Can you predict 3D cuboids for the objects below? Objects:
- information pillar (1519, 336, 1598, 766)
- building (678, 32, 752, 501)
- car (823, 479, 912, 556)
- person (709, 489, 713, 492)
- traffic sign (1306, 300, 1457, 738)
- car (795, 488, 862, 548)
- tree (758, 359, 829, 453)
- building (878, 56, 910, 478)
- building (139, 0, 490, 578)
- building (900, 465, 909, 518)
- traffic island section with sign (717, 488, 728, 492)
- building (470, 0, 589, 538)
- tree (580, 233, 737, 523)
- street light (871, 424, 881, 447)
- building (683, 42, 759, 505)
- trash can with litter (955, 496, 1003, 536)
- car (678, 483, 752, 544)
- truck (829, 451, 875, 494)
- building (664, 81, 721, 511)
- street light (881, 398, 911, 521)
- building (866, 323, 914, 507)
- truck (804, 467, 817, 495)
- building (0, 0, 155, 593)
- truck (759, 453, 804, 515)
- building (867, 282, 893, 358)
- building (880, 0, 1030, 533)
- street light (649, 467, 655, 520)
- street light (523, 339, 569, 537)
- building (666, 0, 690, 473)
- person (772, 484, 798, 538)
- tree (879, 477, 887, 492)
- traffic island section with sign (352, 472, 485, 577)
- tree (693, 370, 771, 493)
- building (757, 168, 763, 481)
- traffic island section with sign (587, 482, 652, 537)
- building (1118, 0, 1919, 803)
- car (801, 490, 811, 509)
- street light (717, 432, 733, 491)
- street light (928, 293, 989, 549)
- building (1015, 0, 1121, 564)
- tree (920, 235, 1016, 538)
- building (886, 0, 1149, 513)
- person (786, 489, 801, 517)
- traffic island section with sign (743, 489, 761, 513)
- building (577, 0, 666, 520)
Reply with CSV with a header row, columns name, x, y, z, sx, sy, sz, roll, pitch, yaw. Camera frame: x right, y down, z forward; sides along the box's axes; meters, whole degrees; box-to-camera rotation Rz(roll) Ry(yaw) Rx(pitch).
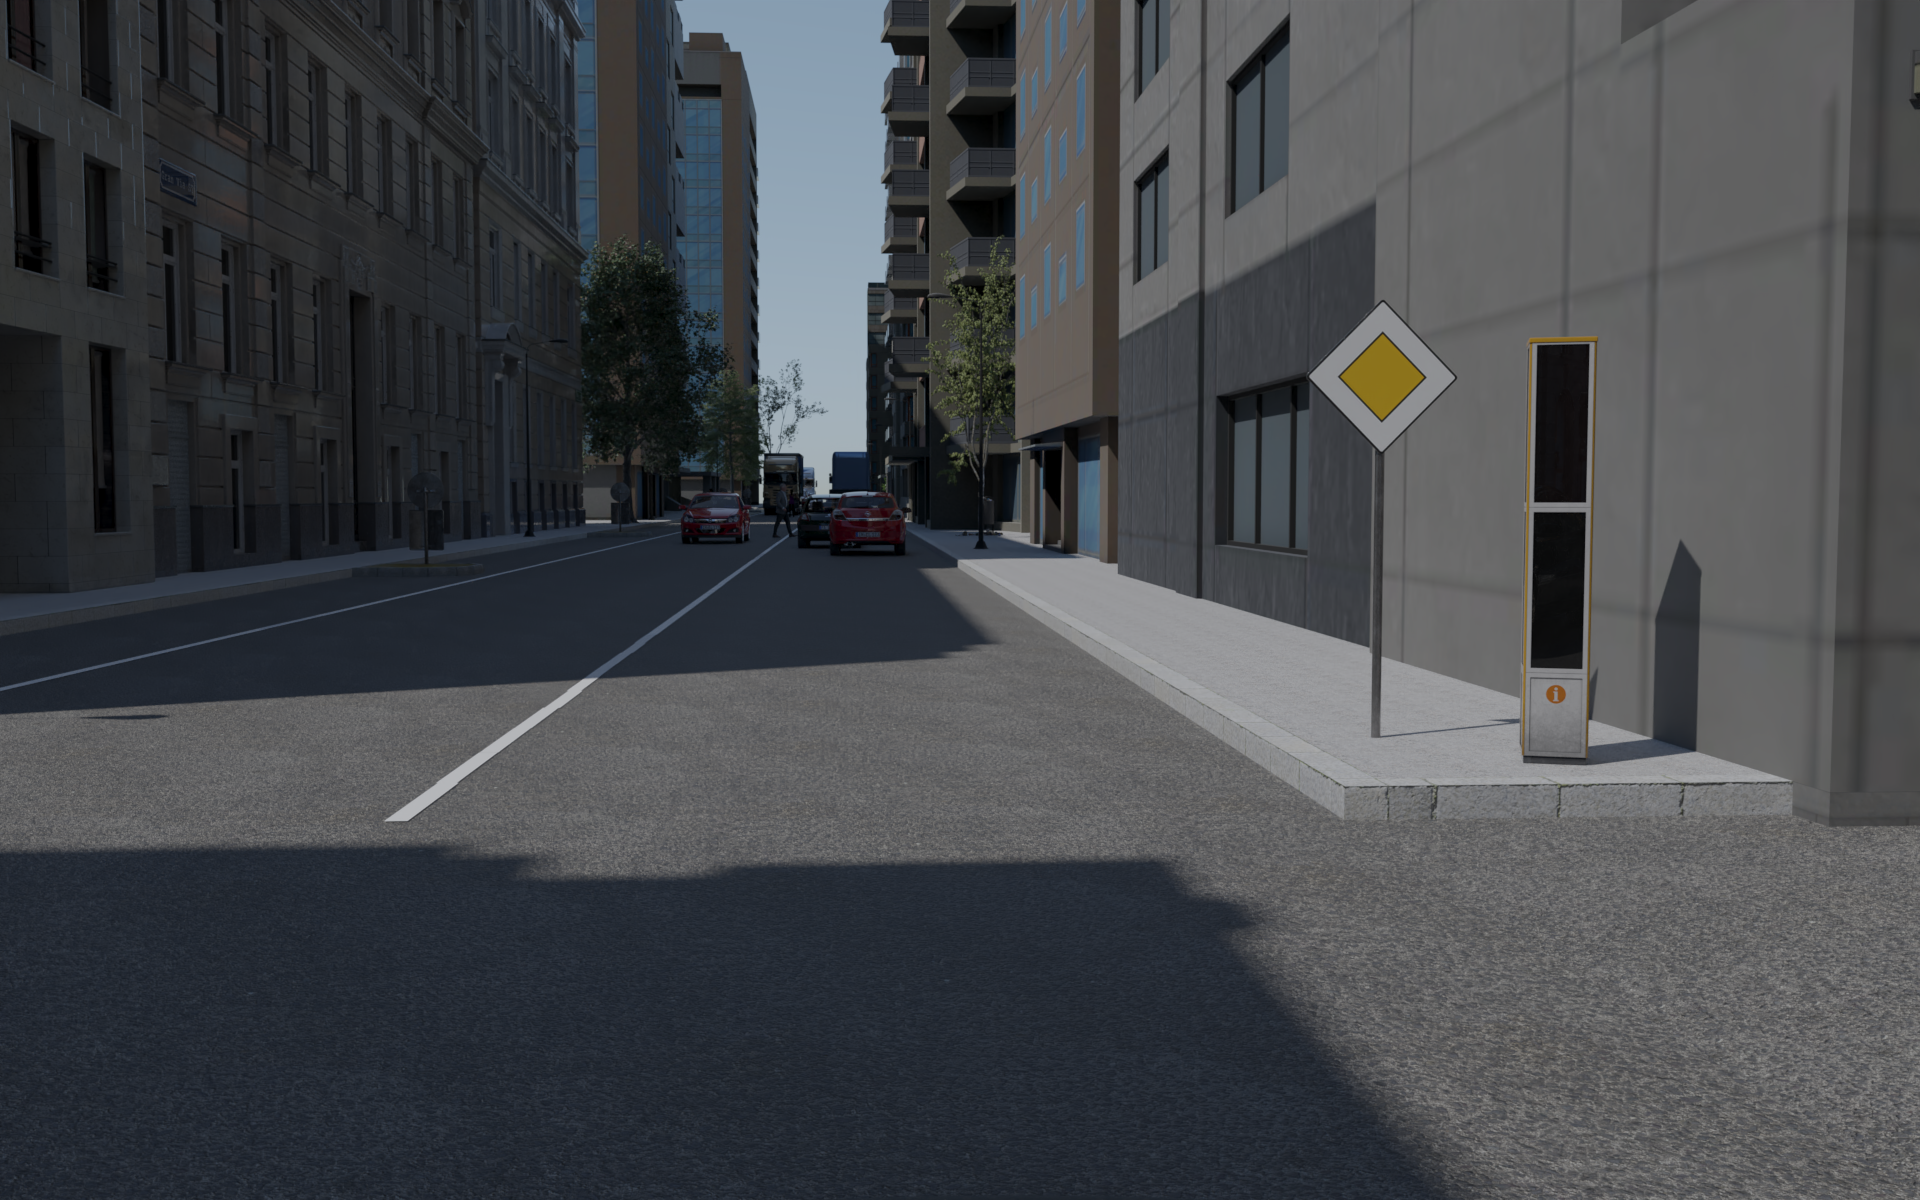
name,x,y,z,sx,sy,sz,roll,pitch,yaw
information pillar,2.857,-0.232,8.288,0.304,2.012,0.304,1,4,16
building,-28.175,-31.957,172.602,14.600,45.320,14.200,0,4,-4
car,-2.233,-2.006,41.842,2.155,1.783,4.494,0,4,-3
person,-13.816,-5.278,95.524,0.721,1.735,1.217,0,4,1
traffic sign,2.187,-0.331,9.061,0.795,2.450,0.064,0,4,-4
car,-3.508,-2.285,47.149,2.009,1.686,4.222,0,4,-3
tree,-25.096,-23.607,241.864,12.611,20.169,13.585,0,3,0
building,3.270,-34.567,184.774,23.786,49.044,30.456,0,4,-4
building,-18.663,-14.649,36.781,12.463,27.353,25.104,0,4,-4
building,12.866,-24.829,97.837,32.217,40.220,23.993,0,4,-4
traffic island section with sign,-14.684,-6.049,107.526,1.989,1.847,2.006,0,4,-4
building,-20.725,-16.717,59.220,13.634,28.700,20.117,0,4,-4
tree,-14.687,-9.739,76.241,9.611,12.733,9.660,0,3,0
street light,-4.968,-8.706,114.876,1.470,5.913,1.316,0,4,-4
building,-33.424,-34.640,190.063,21.300,48.544,21.600,0,4,-4
trash can with litter,0.535,-2.607,53.687,1.678,1.210,2.233,3,5,41
car,-7.238,-2.595,51.467,2.155,1.783,4.494,0,4,-3
truck,-6.679,-6.959,103.545,2.967,4.110,18.799,0,4,-2
building,-35.406,-27.128,135.416,32.217,40.220,23.993,0,4,-4
street light,-2.947,-6.795,83.636,1.470,5.913,1.316,0,4,-4
building,2.329,-22.647,215.322,27.650,21.520,28.899,0,4,-4
truck,-16.084,-11.584,179.154,2.967,4.110,18.799,0,4,-4
building,-16.334,-9.855,15.885,10.420,20.320,16.860,0,4,-4
truck,-12.244,-8.027,120.150,2.839,4.237,11.283,0,4,-3
building,-5.650,-28.429,236.518,14.160,30.474,14.107,0,4,-4
building,7.986,-25.389,69.738,22.147,44.769,28.867,0,4,-4
street light,-14.612,-6.878,84.997,1.470,5.913,1.316,0,4,-4
street light,-12.406,-4.854,51.909,1.470,5.913,1.316,0,4,-4
building,-31.900,-31.805,109.257,28.713,52.752,27.495,0,4,-4
person,-5.775,-2.944,57.039,0.834,1.777,0.661,1,4,9
tree,-6.740,-10.629,168.388,1.663,3.219,1.824,0,3,0
traffic island section with sign,-9.614,-1.365,30.952,1.989,1.847,2.006,0,4,-4
tree,-21.179,-14.695,158.392,7.486,12.596,7.792,0,3,0
building,-36.588,-36.535,216.962,23.786,49.044,30.456,0,4,-4
traffic island section with sign,-11.413,-3.033,58.215,1.989,1.847,2.006,0,4,-4
building,13.350,-35.343,16.112,20.611,71.187,20.563,0,4,-4
car,-13.053,-7.925,138.249,2.281,1.827,5.304,0,4,-5
street light,-17.601,-9.599,129.479,1.470,5.913,1.316,0,4,-4
street light,-0.050,-4.140,40.231,1.470,5.913,1.316,0,4,-4
building,8.805,-23.698,37.569,14.600,45.320,14.200,0,4,-4
tree,0.697,-6.113,50.316,4.737,8.622,4.395,0,3,0
building,4.051,-43.465,148.903,20.563,71.187,20.611,0,4,-4
person,-10.425,-5.983,107.006,1.217,1.739,0.721,-1,4,-19
traffic island section with sign,-16.471,-7.701,134.535,1.989,1.847,2.006,0,4,-4
building,-22.794,-26.858,89.231,14.600,45.320,14.200,0,4,-4
